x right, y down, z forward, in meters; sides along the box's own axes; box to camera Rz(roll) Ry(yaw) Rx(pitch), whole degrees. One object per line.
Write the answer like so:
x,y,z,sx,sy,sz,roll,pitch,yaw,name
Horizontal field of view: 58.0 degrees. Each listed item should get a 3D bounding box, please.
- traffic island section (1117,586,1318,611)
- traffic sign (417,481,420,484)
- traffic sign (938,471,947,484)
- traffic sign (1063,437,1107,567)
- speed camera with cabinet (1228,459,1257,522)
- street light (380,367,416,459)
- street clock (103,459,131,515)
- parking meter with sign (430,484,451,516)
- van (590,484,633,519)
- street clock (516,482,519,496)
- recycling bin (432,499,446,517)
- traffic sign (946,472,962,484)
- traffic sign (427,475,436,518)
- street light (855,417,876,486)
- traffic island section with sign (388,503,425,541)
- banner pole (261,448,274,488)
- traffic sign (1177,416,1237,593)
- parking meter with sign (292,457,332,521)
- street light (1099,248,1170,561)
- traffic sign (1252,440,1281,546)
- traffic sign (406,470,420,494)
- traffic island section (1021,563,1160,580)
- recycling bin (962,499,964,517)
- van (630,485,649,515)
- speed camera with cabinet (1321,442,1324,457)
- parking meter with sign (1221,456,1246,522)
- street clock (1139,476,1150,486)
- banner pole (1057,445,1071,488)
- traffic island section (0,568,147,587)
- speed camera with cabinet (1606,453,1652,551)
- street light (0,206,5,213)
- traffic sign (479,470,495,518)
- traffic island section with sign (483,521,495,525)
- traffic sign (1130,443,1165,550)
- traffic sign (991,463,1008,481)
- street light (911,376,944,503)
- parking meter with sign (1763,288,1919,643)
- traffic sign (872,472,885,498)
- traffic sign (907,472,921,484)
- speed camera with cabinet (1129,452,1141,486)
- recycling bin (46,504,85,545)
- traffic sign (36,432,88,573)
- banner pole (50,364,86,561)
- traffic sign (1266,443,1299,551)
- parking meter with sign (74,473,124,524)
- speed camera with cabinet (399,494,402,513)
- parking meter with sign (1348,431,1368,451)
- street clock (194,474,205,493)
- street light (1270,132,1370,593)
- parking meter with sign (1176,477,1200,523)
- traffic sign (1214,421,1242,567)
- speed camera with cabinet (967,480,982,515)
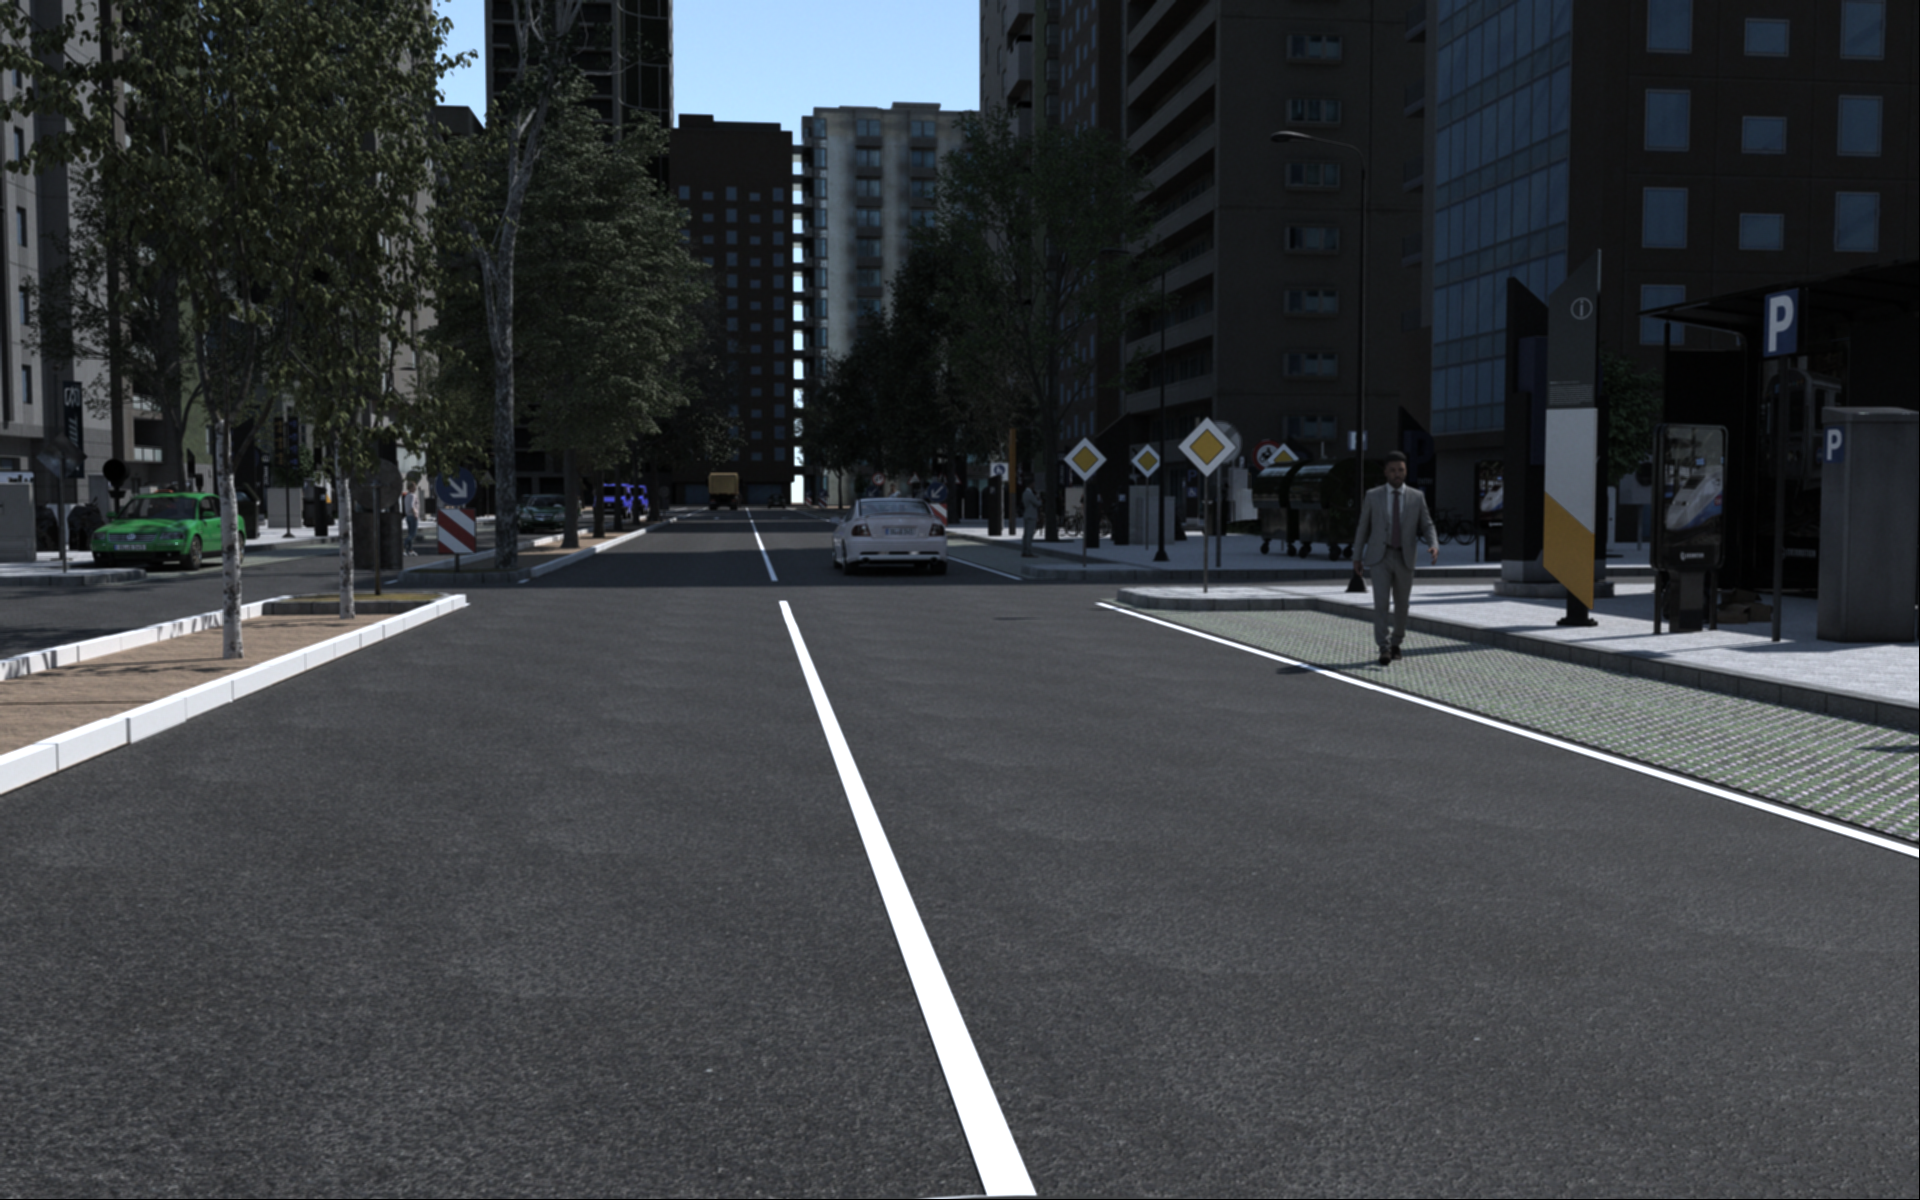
3.206,-0.013,22.498,2.009,0.180,2.903,0,4,-7,traffic island section
-29.498,-5.712,93.504,0.768,2.556,0.104,0,4,-4,traffic sign
-0.964,-5.749,93.993,0.884,2.594,0.081,0,4,-3,traffic sign
2.183,-1.633,30.341,0.795,2.450,0.064,0,4,-7,traffic sign
9.770,-4.003,59.780,0.660,3.252,2.038,0,4,-4,speed camera with cabinet
-20.582,-5.554,63.355,1.470,5.913,1.316,0,4,-7,street light
-17.371,-1.905,35.720,0.471,2.002,0.358,0,4,-2,street clock
-30.650,-6.432,101.419,1.738,3.016,0.543,-3,5,-40,parking meter with sign
-20.033,-5.843,99.919,2.240,2.365,5.245,0,4,-7,van
-24.849,-5.631,96.642,0.471,2.002,0.358,-1,4,-13,street clock
-29.402,-5.205,97.655,0.722,1.027,0.722,-1,4,-12,recycling bin
-0.322,-5.675,92.795,0.884,2.594,0.081,0,4,-5,traffic sign
-28.185,-5.669,92.797,0.768,2.556,0.104,0,4,-4,traffic sign
-5.621,-8.034,103.890,1.470,5.913,1.316,0,4,-7,street light
-17.420,-2.699,52.754,1.989,1.847,2.006,0,4,-7,traffic island section with sign
-37.270,-6.326,93.439,0.401,3.779,0.863,3,5,43,banner pole
3.184,-1.148,22.418,0.795,2.450,0.064,0,4,-7,traffic sign
-30.806,-5.271,82.435,0.543,3.016,1.738,3,5,40,parking meter with sign
3.315,-3.692,32.903,1.470,5.913,1.316,0,4,-7,street light
7.224,-2.482,40.680,0.768,2.556,0.104,0,4,1,traffic sign
-28.942,-5.603,91.715,0.768,2.556,0.104,0,4,-3,traffic sign
2.205,-0.498,30.421,2.009,0.180,2.903,0,4,-7,traffic island section
-0.261,-5.230,98.065,0.722,1.027,0.722,3,5,41,recycling bin
-22.633,-7.049,119.630,2.240,2.365,5.245,0,4,-7,van
14.384,-4.405,66.365,2.038,3.252,0.660,-1,4,-19,speed camera with cabinet
12.239,-5.095,79.562,1.738,3.016,0.543,-1,4,-18,parking meter with sign
7.328,-3.952,69.189,0.358,2.002,0.471,-3,4,-37,street clock
5.397,-6.060,89.096,0.863,3.779,0.401,-1,4,-8,banner pole
-14.653,-0.368,28.304,2.009,0.180,2.903,0,4,-7,traffic island section
14.644,-2.726,38.909,2.038,3.252,0.660,-1,4,-11,speed camera with cabinet
-16.037,-3.385,27.886,1.470,5.913,1.316,0,4,-7,street light
-25.416,-5.699,93.190,0.884,2.594,0.081,0,4,-6,traffic sign
-20.852,-4.357,79.869,1.989,1.847,2.006,0,4,-7,traffic island section with sign
4.279,-2.350,39.609,0.795,2.450,0.064,0,4,-5,traffic sign
1.273,-3.296,56.023,0.606,2.300,0.079,0,4,-2,traffic sign
-1.215,-5.849,68.171,1.470,5.913,1.316,0,4,-7,street light
7.920,-1.147,15.015,1.738,3.016,0.543,0,4,-3,parking meter with sign
-4.721,-6.148,100.623,0.768,2.556,0.104,0,4,-4,traffic sign
-2.469,-5.783,94.550,0.884,2.594,0.081,0,4,-2,traffic sign
7.384,-5.290,80.829,2.038,3.252,0.660,2,4,26,speed camera with cabinet
-22.782,-1.938,44.246,0.722,1.027,0.722,1,4,14,recycling bin
-14.631,-1.505,28.245,0.795,2.450,0.064,0,4,-7,traffic sign
-17.334,-2.669,33.660,0.401,3.779,0.863,1,4,18,banner pole
7.271,-2.312,38.987,0.795,2.450,0.064,0,4,-3,traffic sign
-30.763,-4.019,61.978,1.738,3.016,0.543,-1,4,-11,parking meter with sign
-27.545,-5.411,82.810,0.660,3.252,2.038,1,4,17,speed camera with cabinet
11.295,-3.190,48.412,0.543,3.016,1.738,2,4,26,parking meter with sign
-27.024,-3.486,61.569,0.358,2.002,0.471,-2,4,-29,street clock
4.669,-3.053,22.453,1.470,5.913,1.316,0,4,-7,street light
10.247,-4.944,77.101,1.738,3.016,0.543,-1,4,-20,parking meter with sign
4.532,-1.847,30.306,0.768,2.556,0.104,0,4,-4,traffic sign
0.789,-6.831,106.025,2.038,3.252,0.660,-1,4,-18,speed camera with cabinet
